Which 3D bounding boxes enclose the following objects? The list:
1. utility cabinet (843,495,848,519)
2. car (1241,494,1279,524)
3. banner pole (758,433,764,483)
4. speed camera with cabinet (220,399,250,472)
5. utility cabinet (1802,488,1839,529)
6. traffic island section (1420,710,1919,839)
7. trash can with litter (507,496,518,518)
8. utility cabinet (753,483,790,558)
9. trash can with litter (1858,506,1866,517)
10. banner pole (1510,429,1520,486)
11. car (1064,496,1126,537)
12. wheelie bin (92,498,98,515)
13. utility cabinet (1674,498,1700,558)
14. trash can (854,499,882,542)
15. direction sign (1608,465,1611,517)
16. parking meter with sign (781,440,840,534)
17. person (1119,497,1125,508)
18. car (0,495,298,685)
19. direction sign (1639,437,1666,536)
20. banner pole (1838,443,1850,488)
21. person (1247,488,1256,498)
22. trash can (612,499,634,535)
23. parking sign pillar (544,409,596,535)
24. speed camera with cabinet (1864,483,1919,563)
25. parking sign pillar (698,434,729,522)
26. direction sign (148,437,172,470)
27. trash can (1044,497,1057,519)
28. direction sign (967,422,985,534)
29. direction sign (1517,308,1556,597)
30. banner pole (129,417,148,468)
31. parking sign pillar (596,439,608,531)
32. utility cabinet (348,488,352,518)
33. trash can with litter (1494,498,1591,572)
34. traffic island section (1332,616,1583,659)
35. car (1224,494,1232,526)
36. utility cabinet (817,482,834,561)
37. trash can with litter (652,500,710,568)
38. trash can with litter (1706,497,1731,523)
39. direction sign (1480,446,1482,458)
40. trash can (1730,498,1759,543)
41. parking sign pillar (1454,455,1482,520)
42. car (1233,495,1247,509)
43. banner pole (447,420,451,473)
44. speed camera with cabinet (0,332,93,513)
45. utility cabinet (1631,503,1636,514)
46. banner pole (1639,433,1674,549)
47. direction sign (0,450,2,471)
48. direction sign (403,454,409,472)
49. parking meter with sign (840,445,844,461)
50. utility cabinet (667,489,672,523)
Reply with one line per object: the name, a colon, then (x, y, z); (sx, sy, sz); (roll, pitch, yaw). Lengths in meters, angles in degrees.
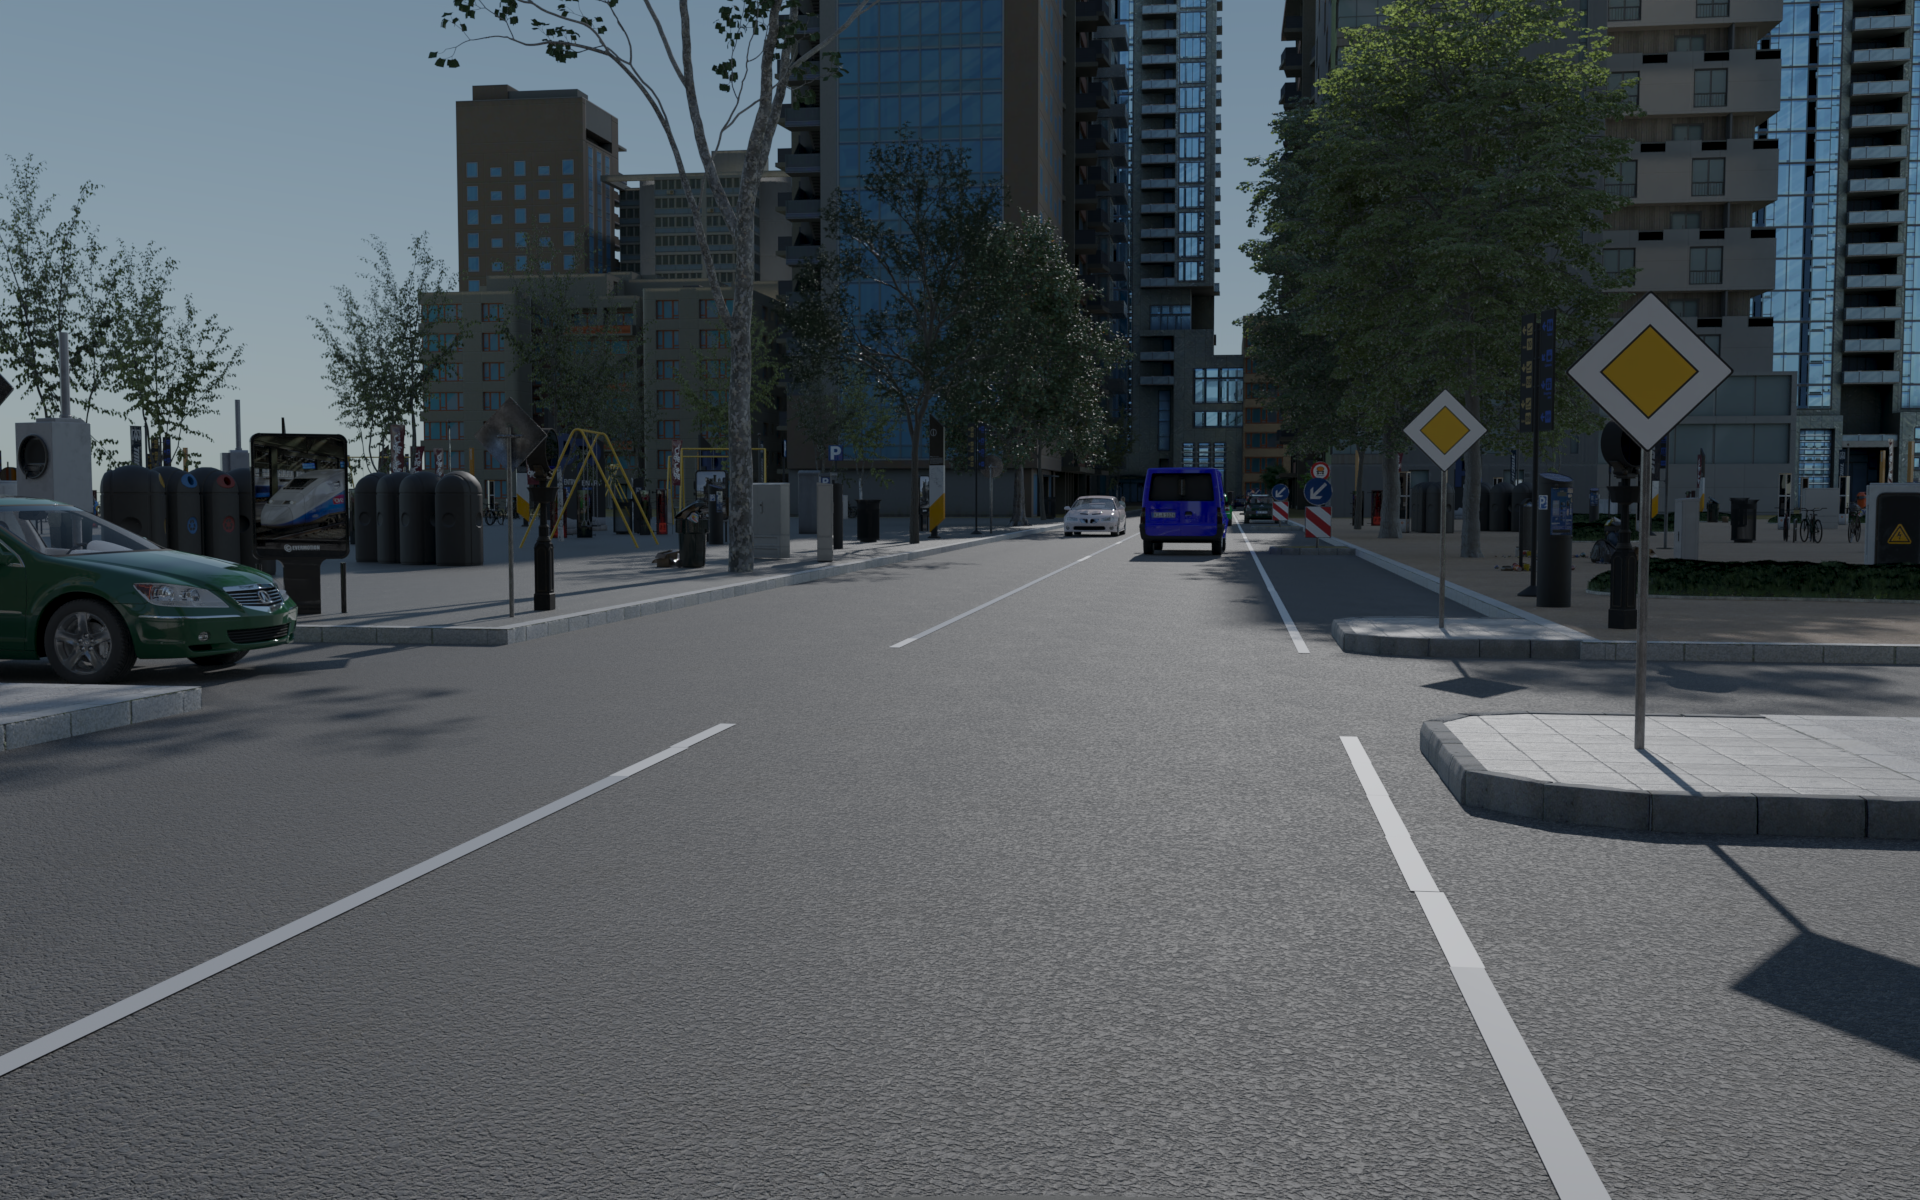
utility cabinet: (-6.172, -4.836, 90.228); (0.306, 1.237, 1.020); (-2, 4, -26)
car: (14.805, -4.595, 84.906); (2.009, 1.686, 4.222); (1, 4, 10)
banner pole: (-8.184, -4.971, 71.296); (0.401, 3.779, 0.863); (1, 4, 8)
speed camera with cabinet: (-14.584, -2.596, 36.787); (2.038, 3.252, 0.660); (-2, 4, -28)
utility cabinet: (31.400, -3.337, 63.234); (1.173, 1.500, 0.318); (0, 4, 4)
traffic island section: (3.445, 0.828, 8.738); (2.009, 0.180, 2.903); (1, 4, 9)
trash can with litter: (-23.730, -4.911, 91.688); (0.624, 1.170, 1.055); (-3, 4, -37)
utility cabinet: (-3.921, -1.570, 34.346); (1.173, 1.500, 0.318); (3, 4, 36)
trash can with litter: (20.261, -1.631, 38.054); (1.055, 1.170, 0.624); (-3, 4, -39)
banner pole: (21.400, -4.695, 66.781); (0.401, 3.779, 0.863); (-1, 4, -9)
car: (4.715, -2.918, 60.064); (2.083, 1.381, 4.827); (1, 4, 10)
wheelie bin: (-16.863, -1.521, 32.772); (0.693, 1.594, 0.980); (3, 4, 38)
utility cabinet: (12.572, -1.152, 29.996); (0.306, 1.237, 1.020); (1, 4, 16)
trash can: (-2.447, -2.115, 46.228); (0.748, 1.137, 0.748); (0, 3, 0)
direction sign: (25.783, -4.693, 68.731); (0.379, 3.537, 0.876); (1, 4, 16)
parking meter with sign: (-4.848, -3.644, 55.835); (1.738, 3.016, 0.543); (0, 4, 1)
person: (7.901, -4.425, 85.135); (0.425, 1.301, 0.394); (-3, 4, -36)
car: (-7.834, -0.138, 14.047); (4.920, 1.459, 2.131); (1, 4, 10)
direction sign: (21.271, -3.748, 53.279); (0.876, 3.537, 0.379); (1, 4, 11)
banner pole: (43.650, -5.842, 85.534); (0.401, 3.779, 0.863); (-1, 4, -12)
person: (16.137, -5.322, 96.049); (0.750, 1.759, 0.617); (2, 4, 30)
trash can: (-10.731, -2.658, 55.114); (0.748, 1.137, 0.748); (0, 3, 0)
parking sign pillar: (-12.764, -4.097, 55.452); (1.447, 3.967, 1.447); (1, 4, 18)
speed camera with cabinet: (14.658, -1.924, 25.787); (2.038, 3.252, 0.660); (2, 4, 28)
parking sign pillar: (-11.307, -5.530, 78.884); (1.447, 3.967, 1.447); (2, 4, 34)
direction sign: (-31.597, -4.683, 68.565); (0.876, 3.537, 0.379); (1, 4, 11)
trash can: (4.617, -4.731, 89.003); (0.748, 1.137, 0.748); (0, 3, 0)
direction sign: (0.520, -3.863, 55.160); (0.379, 3.537, 0.876); (-3, 4, -38)
direction sign: (7.193, -1.813, 21.637); (0.379, 3.537, 0.876); (0, 4, -7)
banner pole: (-26.437, -4.031, 55.921); (0.401, 3.779, 0.863); (1, 4, 22)
parking sign pillar: (-13.181, -4.437, 61.020); (1.447, 3.967, 1.447); (-1, 4, -20)
utility cabinet: (-23.732, -3.688, 68.976); (1.173, 1.500, 0.318); (-2, 4, -28)
trash can with litter: (9.869, -1.111, 29.222); (1.678, 1.210, 2.233); (3, 5, 44)
traffic island section: (4.643, 0.345, 16.633); (2.009, 0.180, 2.903); (1, 4, 9)
car: (11.526, -4.311, 79.276); (1.959, 1.807, 4.718); (0, 4, 7)
utility cabinet: (-2.577, -1.503, 33.246); (0.318, 1.500, 1.173); (0, 4, -4)
trash can with litter: (-4.908, -1.154, 30.260); (1.055, 1.170, 0.624); (2, 4, 24)
trash can with litter: (34.150, -4.071, 77.940); (1.055, 1.170, 0.624); (2, 4, 27)
direction sign: (24.250, -5.497, 81.877); (0.379, 3.537, 0.876); (-3, 4, -38)
trash can: (20.647, -2.077, 45.619); (0.748, 1.137, 0.748); (0, 3, 0)
parking sign pillar: (25.578, -6.038, 87.192); (1.447, 3.967, 1.447); (2, 4, 32)
car: (26.854, -9.306, 164.733); (1.945, 1.354, 3.894); (1, 4, 8)
banner pole: (-17.067, -4.157, 57.988); (0.401, 3.779, 0.863); (-1, 4, -18)
speed camera with cabinet: (-11.652, -1.654, 21.383); (2.038, 3.252, 0.660); (2, 4, 26)
utility cabinet: (33.884, -4.754, 86.398); (0.318, 1.500, 1.173); (0, 4, -4)
banner pole: (16.290, -3.086, 40.475); (0.863, 3.779, 0.401); (3, 4, 38)
direction sign: (-49.947, -5.960, 89.445); (0.876, 3.537, 0.379); (-1, 4, -20)
direction sign: (-31.231, -6.446, 97.387); (0.876, 3.537, 0.379); (3, 4, 37)
parking meter with sign: (-4.662, -3.969, 61.162); (0.543, 3.016, 1.738); (1, 4, 16)
utility cabinet: (-12.706, -4.025, 74.491); (0.318, 1.500, 1.173); (0, 4, 7)
